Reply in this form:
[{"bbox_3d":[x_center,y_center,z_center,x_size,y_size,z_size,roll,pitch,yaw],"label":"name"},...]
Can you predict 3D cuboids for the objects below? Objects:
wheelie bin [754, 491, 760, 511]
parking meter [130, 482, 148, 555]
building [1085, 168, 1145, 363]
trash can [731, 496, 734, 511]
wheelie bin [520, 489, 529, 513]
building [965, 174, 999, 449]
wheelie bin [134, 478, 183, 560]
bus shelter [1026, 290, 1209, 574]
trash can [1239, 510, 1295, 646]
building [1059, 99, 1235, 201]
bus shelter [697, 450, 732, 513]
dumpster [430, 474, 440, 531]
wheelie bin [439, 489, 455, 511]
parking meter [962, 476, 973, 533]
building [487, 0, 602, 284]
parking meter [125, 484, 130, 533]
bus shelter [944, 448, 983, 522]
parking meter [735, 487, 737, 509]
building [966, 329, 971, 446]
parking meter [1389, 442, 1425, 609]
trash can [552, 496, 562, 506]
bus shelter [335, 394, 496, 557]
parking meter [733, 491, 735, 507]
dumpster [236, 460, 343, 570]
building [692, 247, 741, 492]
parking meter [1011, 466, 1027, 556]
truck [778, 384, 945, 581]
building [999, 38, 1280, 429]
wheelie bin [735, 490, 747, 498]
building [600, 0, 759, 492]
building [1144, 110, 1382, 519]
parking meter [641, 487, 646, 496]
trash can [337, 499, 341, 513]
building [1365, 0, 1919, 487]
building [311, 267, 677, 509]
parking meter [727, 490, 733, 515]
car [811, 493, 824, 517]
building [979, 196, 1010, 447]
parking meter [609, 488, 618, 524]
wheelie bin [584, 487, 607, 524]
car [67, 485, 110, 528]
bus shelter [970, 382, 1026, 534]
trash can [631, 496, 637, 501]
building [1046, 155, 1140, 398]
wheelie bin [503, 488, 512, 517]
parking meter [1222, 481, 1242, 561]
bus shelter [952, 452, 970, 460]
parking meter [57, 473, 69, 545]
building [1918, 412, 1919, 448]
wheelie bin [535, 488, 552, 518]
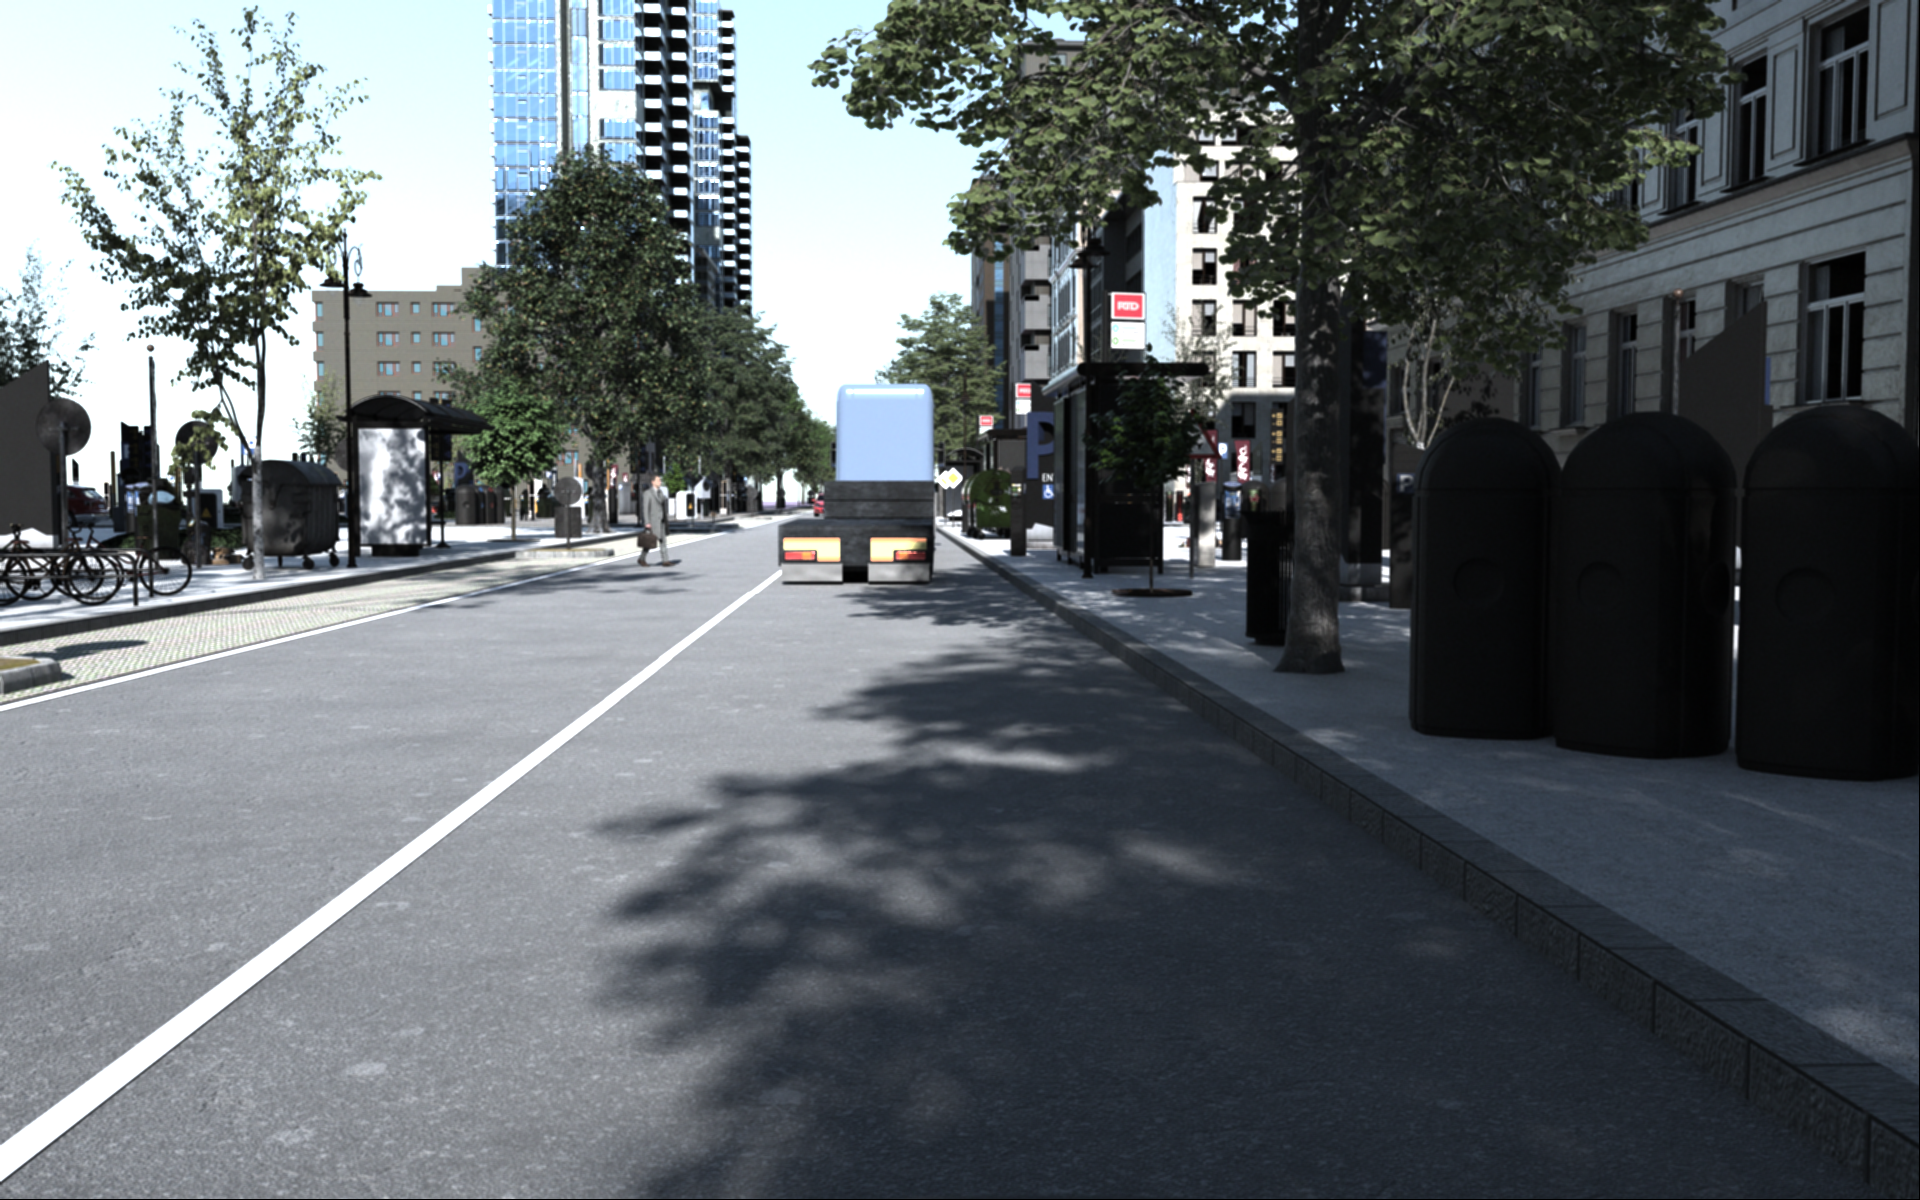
[{"bbox_3d":[-15.504,-7.609,132.319,0.693,1.594,0.980,0,4,5],"label":"wheelie bin"},{"bbox_3d":[-17.125,-1.709,36.349,0.372,1.533,0.369,0,3,0],"label":"parking meter"},{"bbox_3d":[16.982,-18.078,114.645,14.314,24.678,30.058,0,4,-3],"label":"building"},{"bbox_3d":[-15.031,-6.161,112.388,0.748,1.137,0.748,0,3,0],"label":"trash can"},{"bbox_3d":[-28.279,-6.422,112.905,0.693,1.594,0.980,0,4,4],"label":"wheelie bin"},{"bbox_3d":[15.805,-42.260,280.181,28.713,52.752,27.495,0,4,-3],"label":"building"},{"bbox_3d":[-15.667,-1.589,33.884,0.980,1.594,0.693,2,4,33],"label":"wheelie bin"},{"bbox_3d":[2.734,-3.318,31.889,2.179,5.291,8.768,0,4,-3],"label":"bus shelter"},{"bbox_3d":[2.758,-0.193,14.817,0.748,1.137,0.748,0,3,0],"label":"trash can"},{"bbox_3d":[22.776,-29.538,174.833,32.217,40.220,23.993,0,4,-3],"label":"building"},{"bbox_3d":[-17.167,-8.696,119.816,2.179,5.291,8.768,0,4,-2],"label":"bus shelter"},{"bbox_3d":[-13.826,-2.460,42.713,1.502,2.255,1.985,0,4,-2],"label":"dumpster"},{"bbox_3d":[-29.007,-5.568,98.943,0.980,1.594,0.693,-2,4,-34],"label":"wheelie bin"},{"bbox_3d":[0.274,-3.143,57.105,0.399,1.863,0.255,-1,4,-12],"label":"parking meter"},{"bbox_3d":[-39.818,-53.659,190.003,22.319,86.520,31.000,0,4,-3],"label":"building"},{"bbox_3d":[-20.792,-2.152,43.593,0.372,1.533,0.369,0,3,0],"label":"parking meter"},{"bbox_3d":[0.131,-5.163,78.339,2.014,3.302,5.546,0,4,-2],"label":"bus shelter"},{"bbox_3d":[-18.750,-8.538,145.308,0.255,1.863,0.399,0,4,4],"label":"parking meter"},{"bbox_3d":[7.957,-32.407,301.561,14.160,30.474,14.107,0,4,-3],"label":"building"},{"bbox_3d":[5.033,-0.835,19.368,0.399,1.863,0.255,2,4,30],"label":"parking meter"},{"bbox_3d":[-24.057,-5.603,103.257,0.748,1.137,0.748,0,3,0],"label":"trash can"},{"bbox_3d":[-11.770,-2.692,37.936,2.014,3.302,5.546,0,4,-3],"label":"bus shelter"},{"bbox_3d":[-19.461,-8.552,148.237,0.372,1.533,0.369,0,3,0],"label":"parking meter"},{"bbox_3d":[-11.549,-1.475,29.880,1.264,1.857,1.865,0,4,-3],"label":"dumpster"},{"bbox_3d":[-48.674,-34.349,253.484,32.217,40.220,23.993,0,4,-3],"label":"building"},{"bbox_3d":[1.215,-1.848,35.933,0.255,1.863,0.399,1,4,17],"label":"parking meter"},{"bbox_3d":[-1.765,-2.860,36.528,2.967,4.110,18.799,0,4,-1],"label":"truck"},{"bbox_3d":[20.025,-37.364,200.143,28.713,52.752,27.495,0,4,-3],"label":"building"},{"bbox_3d":[-17.953,-8.200,141.982,0.980,1.594,0.693,0,4,-8],"label":"wheelie bin"},{"bbox_3d":[-43.766,-59.211,280.768,22.319,86.520,31.000,0,4,-3],"label":"building"},{"bbox_3d":[18.702,-14.391,90.042,16.860,20.320,10.420,0,4,-3],"label":"building"},{"bbox_3d":[-25.582,-8.217,140.053,0.255,1.863,0.399,-3,5,-43],"label":"parking meter"},{"bbox_3d":[-48.136,-7.403,132.687,0.748,1.137,0.748,0,3,0],"label":"trash can"},{"bbox_3d":[21.020,-12.666,40.367,16.112,22.955,30.059,0,4,-3],"label":"building"},{"bbox_3d":[-41.674,-19.379,161.882,27.650,21.520,28.899,0,4,-3],"label":"building"},{"bbox_3d":[-14.440,-6.027,106.954,0.372,1.533,0.369,0,3,0],"label":"parking meter"},{"bbox_3d":[-8.396,-6.217,110.694,2.155,1.783,4.494,0,4,-3],"label":"car"},{"bbox_3d":[10.078,-37.261,259.328,14.600,45.320,14.200,0,4,-3],"label":"building"},{"bbox_3d":[-14.987,-4.062,74.826,0.372,1.533,0.369,0,3,0],"label":"parking meter"},{"bbox_3d":[-15.792,-4.115,75.192,0.980,1.594,0.693,-2,4,-24],"label":"wheelie bin"},{"bbox_3d":[-36.347,-3.632,68.056,5.304,1.827,2.281,0,4,-4],"label":"car"},{"bbox_3d":[1.754,-5.042,60.071,2.179,5.291,8.768,0,4,-3],"label":"bus shelter"},{"bbox_3d":[-22.783,-6.666,120.642,0.748,1.137,0.748,0,3,0],"label":"trash can"},{"bbox_3d":[14.505,-21.631,139.576,13.634,28.700,20.117,0,4,-3],"label":"building"},{"bbox_3d":[-25.713,-5.480,97.504,0.693,1.594,0.980,3,5,43],"label":"wheelie bin"},{"bbox_3d":[5.247,-1.528,33.397,0.372,1.533,0.369,0,3,0],"label":"parking meter"},{"bbox_3d":[0.739,-6.607,85.652,2.179,5.291,8.768,0,4,-3],"label":"bus shelter"},{"bbox_3d":[-22.755,-2.326,43.738,0.399,1.863,0.255,-2,4,-30],"label":"parking meter"},{"bbox_3d":[37.705,-16.713,91.279,19.932,24.808,12.078,0,4,-3],"label":"building"},{"bbox_3d":[-22.188,-5.175,92.516,0.693,1.594,0.980,2,4,32],"label":"wheelie bin"}]
